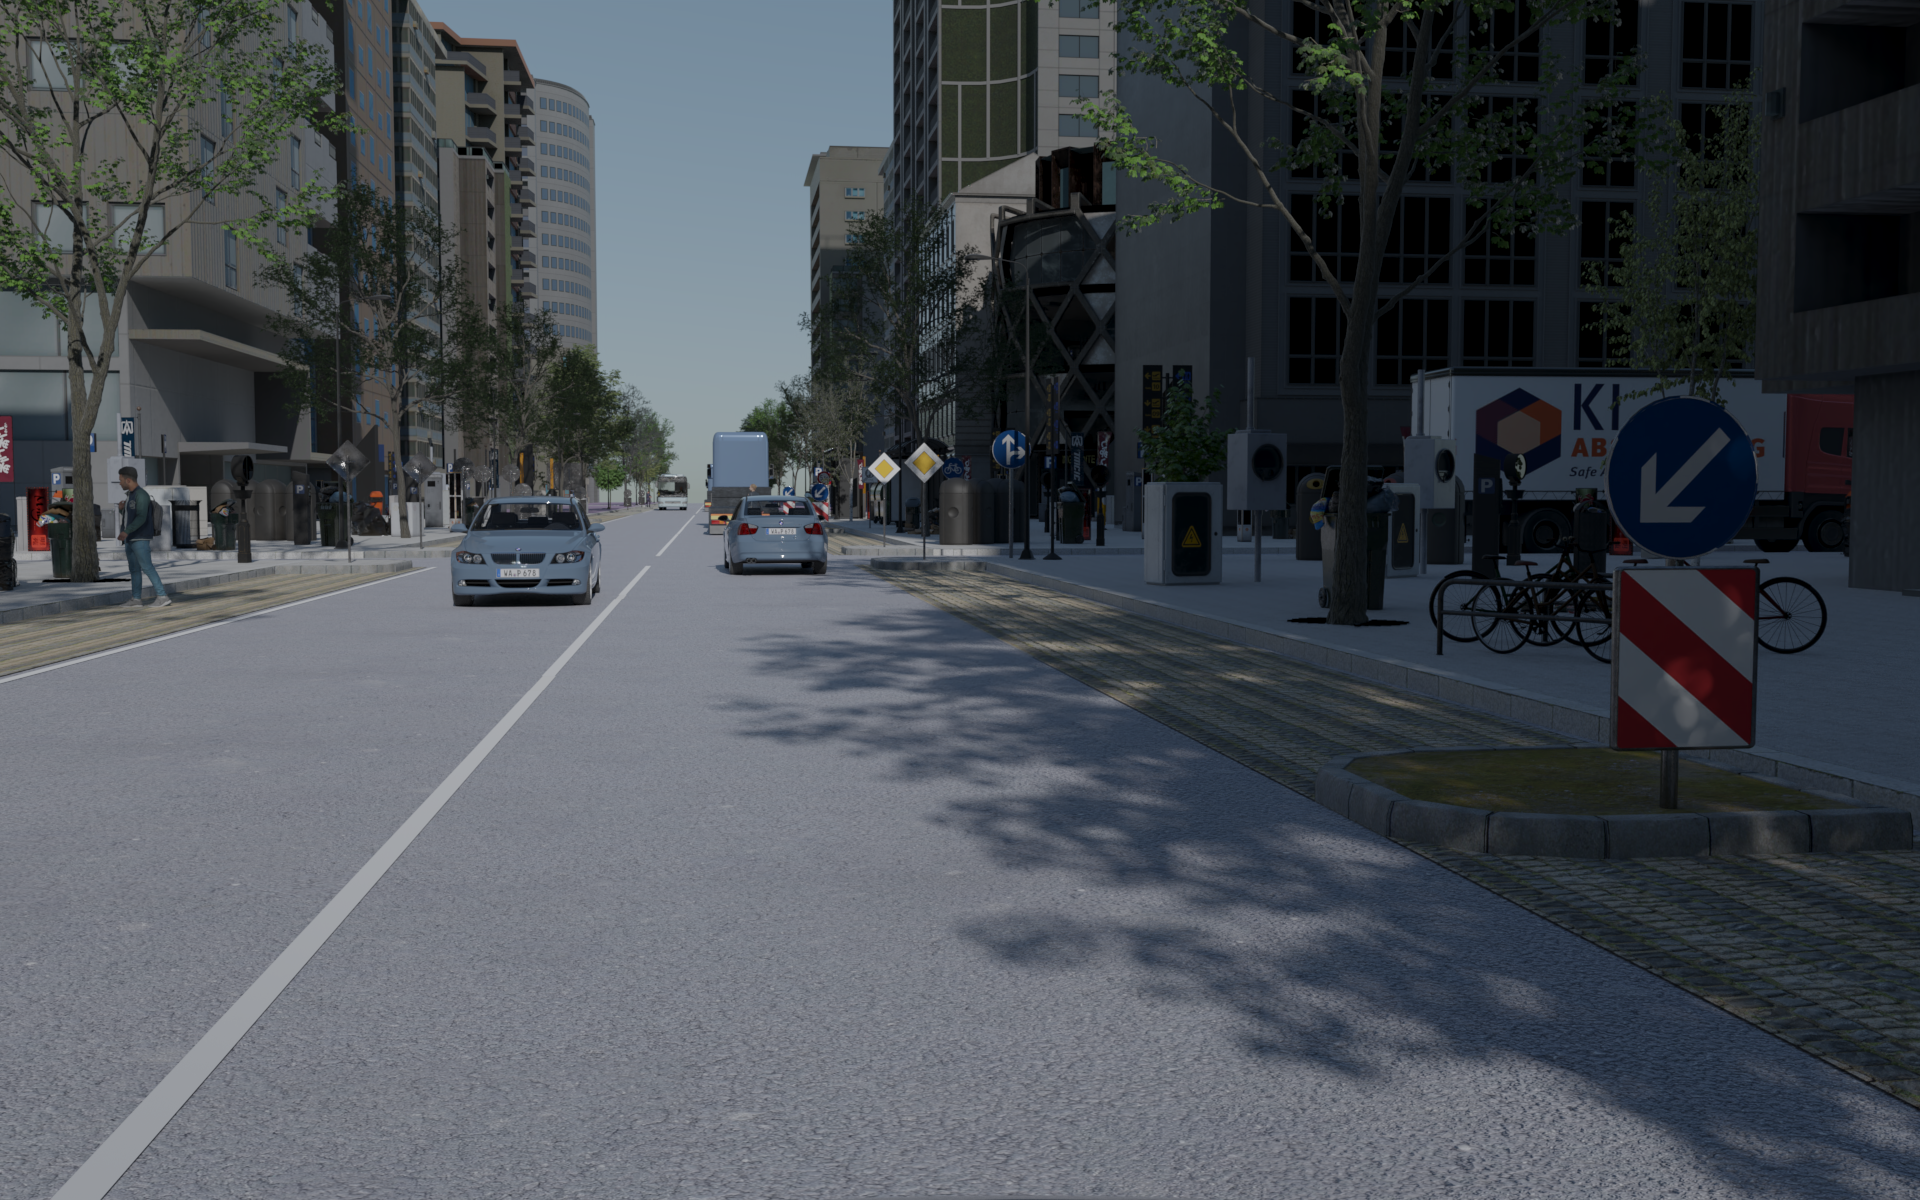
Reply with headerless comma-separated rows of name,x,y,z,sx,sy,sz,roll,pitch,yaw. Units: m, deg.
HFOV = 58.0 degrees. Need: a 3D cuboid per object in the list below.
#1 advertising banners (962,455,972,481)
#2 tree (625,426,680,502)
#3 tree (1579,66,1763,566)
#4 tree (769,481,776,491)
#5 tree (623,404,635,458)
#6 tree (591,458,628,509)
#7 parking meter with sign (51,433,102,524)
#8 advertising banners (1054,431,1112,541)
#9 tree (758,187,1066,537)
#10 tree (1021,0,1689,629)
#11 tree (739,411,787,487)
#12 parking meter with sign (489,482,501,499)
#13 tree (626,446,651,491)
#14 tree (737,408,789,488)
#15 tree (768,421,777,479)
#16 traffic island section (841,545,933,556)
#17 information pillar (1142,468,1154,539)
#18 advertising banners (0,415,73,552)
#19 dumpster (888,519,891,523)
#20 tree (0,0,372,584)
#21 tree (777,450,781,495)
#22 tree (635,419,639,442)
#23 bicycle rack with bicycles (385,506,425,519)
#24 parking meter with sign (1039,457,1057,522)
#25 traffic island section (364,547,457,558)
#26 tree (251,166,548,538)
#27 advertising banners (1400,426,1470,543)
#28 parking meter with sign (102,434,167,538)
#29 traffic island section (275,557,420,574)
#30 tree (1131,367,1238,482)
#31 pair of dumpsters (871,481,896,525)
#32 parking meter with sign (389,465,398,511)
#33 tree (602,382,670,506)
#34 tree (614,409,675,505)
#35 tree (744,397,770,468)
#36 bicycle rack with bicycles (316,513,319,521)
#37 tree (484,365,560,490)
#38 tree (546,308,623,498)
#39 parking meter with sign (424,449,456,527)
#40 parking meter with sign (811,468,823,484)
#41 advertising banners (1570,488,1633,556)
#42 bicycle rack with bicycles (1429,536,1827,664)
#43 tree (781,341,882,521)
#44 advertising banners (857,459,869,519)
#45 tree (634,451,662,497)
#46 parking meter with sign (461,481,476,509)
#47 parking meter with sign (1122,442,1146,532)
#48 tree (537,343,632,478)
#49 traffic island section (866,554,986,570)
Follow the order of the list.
advertising banners,0.954,-4.992,77.803,2.074,3.025,0.090,2,4,32
tree,-48.591,-21.610,270.330,9.611,12.733,9.660,0,3,0
tree,13.132,-4.917,30.760,4.737,8.622,4.395,0,3,0
tree,-30.556,-17.329,267.034,4.285,4.588,4.351,0,3,0
tree,-24.597,-10.604,107.788,7.601,10.594,8.767,-1,4,-14
tree,-30.663,-10.255,151.378,4.285,4.588,4.351,0,3,0
parking meter with sign,-25.218,-3.215,48.827,0.543,3.016,1.738,1,4,20
advertising banners,3.413,-3.167,47.961,2.074,3.025,0.090,-3,4,-36
tree,-0.978,-7.195,52.055,8.767,10.594,7.601,0,4,5
tree,3.935,-5.558,16.630,9.928,11.665,9.643,0,3,0
tree,-29.738,-21.462,257.551,9.857,13.997,8.962,0,3,0
parking meter with sign,-30.299,-7.134,112.901,0.543,3.016,1.738,2,4,27
tree,-41.485,-16.613,221.983,4.360,8.622,3.978,0,3,0
tree,-26.679,-19.008,228.902,7.486,12.596,7.792,0,3,0
tree,-18.326,-13.670,173.874,4.360,8.622,3.978,0,3,0
traffic island section,-1.802,-1.191,41.750,2.009,0.180,2.903,0,4,-8
information pillar,5.323,-2.726,49.056,0.304,2.012,0.304,1,4,16
advertising banners,-20.550,-2.596,38.631,2.074,3.025,0.090,0,4,-5
dumpster,-2.825,-4.570,77.219,1.502,2.255,1.985,0,4,-8
tree,-12.628,-6.072,25.026,9.928,11.665,9.643,0,3,0
tree,-8.155,-9.493,105.566,4.360,8.622,3.978,0,3,0
tree,-26.067,-11.412,121.006,8.767,10.594,7.601,1,4,17
bicycle rack with bicycles,-27.923,-4.538,87.584,2.925,0.926,2.852,-1,4,-12
parking meter with sign,4.003,-5.107,79.768,0.543,3.016,1.738,1,4,15
traffic island section,-12.536,-1.098,40.234,2.009,0.180,2.903,0,4,-8
tree,-16.476,-7.074,50.066,7.601,10.594,8.767,0,4,-7
advertising banners,12.311,-2.980,44.912,2.074,3.025,0.090,-1,4,-16
parking meter with sign,-24.032,-3.310,50.381,1.738,3.016,0.543,-1,4,-19
traffic island section,-11.412,-0.615,32.328,2.009,0.180,2.903,0,4,-8
tree,3.354,-1.957,26.601,1.663,3.219,1.824,0,3,0
pair of dumpsters,-2.847,-4.326,73.226,1.574,2.255,4.437,-1,4,-8
parking meter with sign,-30.914,-6.023,94.729,0.543,3.016,1.738,-2,4,-28
tree,-36.475,-17.043,189.016,12.009,13.543,11.850,0,3,0
tree,-38.422,-17.300,208.614,9.928,11.665,9.643,0,3,0
tree,-19.062,-15.646,181.561,9.928,11.665,9.643,0,3,0
bicycle rack with bicycles,-24.001,-2.934,61.358,2.852,0.926,2.925,0,4,8
tree,-23.512,-8.815,94.482,4.360,8.622,3.978,0,3,0
tree,-20.890,-8.932,80.453,8.767,10.594,7.601,-1,4,-20
parking meter with sign,-20.294,-4.310,66.725,1.738,3.016,0.543,-1,4,-15
parking meter with sign,-9.451,-7.158,113.286,0.543,3.016,1.738,1,4,10
advertising banners,13.779,-2.440,36.082,2.074,3.025,0.090,3,5,40
bicycle rack with bicycles,5.050,-0.036,13.972,2.852,0.926,2.925,-3,5,-43
tree,-5.298,-7.989,80.987,4.360,8.622,3.978,0,3,0
advertising banners,-4.525,-5.602,87.775,0.090,3.025,2.074,3,4,39
tree,-42.892,-17.448,235.641,4.737,8.622,4.395,0,3,0
parking meter with sign,-28.131,-6.224,98.029,1.738,3.016,0.543,1,4,15
parking meter with sign,5.995,-3.842,59.081,0.543,3.016,1.738,-1,4,-16
tree,-28.395,-12.963,130.066,7.486,12.596,7.792,0,3,0
traffic island section,-0.678,-0.707,33.844,2.009,0.180,2.903,0,4,-8
